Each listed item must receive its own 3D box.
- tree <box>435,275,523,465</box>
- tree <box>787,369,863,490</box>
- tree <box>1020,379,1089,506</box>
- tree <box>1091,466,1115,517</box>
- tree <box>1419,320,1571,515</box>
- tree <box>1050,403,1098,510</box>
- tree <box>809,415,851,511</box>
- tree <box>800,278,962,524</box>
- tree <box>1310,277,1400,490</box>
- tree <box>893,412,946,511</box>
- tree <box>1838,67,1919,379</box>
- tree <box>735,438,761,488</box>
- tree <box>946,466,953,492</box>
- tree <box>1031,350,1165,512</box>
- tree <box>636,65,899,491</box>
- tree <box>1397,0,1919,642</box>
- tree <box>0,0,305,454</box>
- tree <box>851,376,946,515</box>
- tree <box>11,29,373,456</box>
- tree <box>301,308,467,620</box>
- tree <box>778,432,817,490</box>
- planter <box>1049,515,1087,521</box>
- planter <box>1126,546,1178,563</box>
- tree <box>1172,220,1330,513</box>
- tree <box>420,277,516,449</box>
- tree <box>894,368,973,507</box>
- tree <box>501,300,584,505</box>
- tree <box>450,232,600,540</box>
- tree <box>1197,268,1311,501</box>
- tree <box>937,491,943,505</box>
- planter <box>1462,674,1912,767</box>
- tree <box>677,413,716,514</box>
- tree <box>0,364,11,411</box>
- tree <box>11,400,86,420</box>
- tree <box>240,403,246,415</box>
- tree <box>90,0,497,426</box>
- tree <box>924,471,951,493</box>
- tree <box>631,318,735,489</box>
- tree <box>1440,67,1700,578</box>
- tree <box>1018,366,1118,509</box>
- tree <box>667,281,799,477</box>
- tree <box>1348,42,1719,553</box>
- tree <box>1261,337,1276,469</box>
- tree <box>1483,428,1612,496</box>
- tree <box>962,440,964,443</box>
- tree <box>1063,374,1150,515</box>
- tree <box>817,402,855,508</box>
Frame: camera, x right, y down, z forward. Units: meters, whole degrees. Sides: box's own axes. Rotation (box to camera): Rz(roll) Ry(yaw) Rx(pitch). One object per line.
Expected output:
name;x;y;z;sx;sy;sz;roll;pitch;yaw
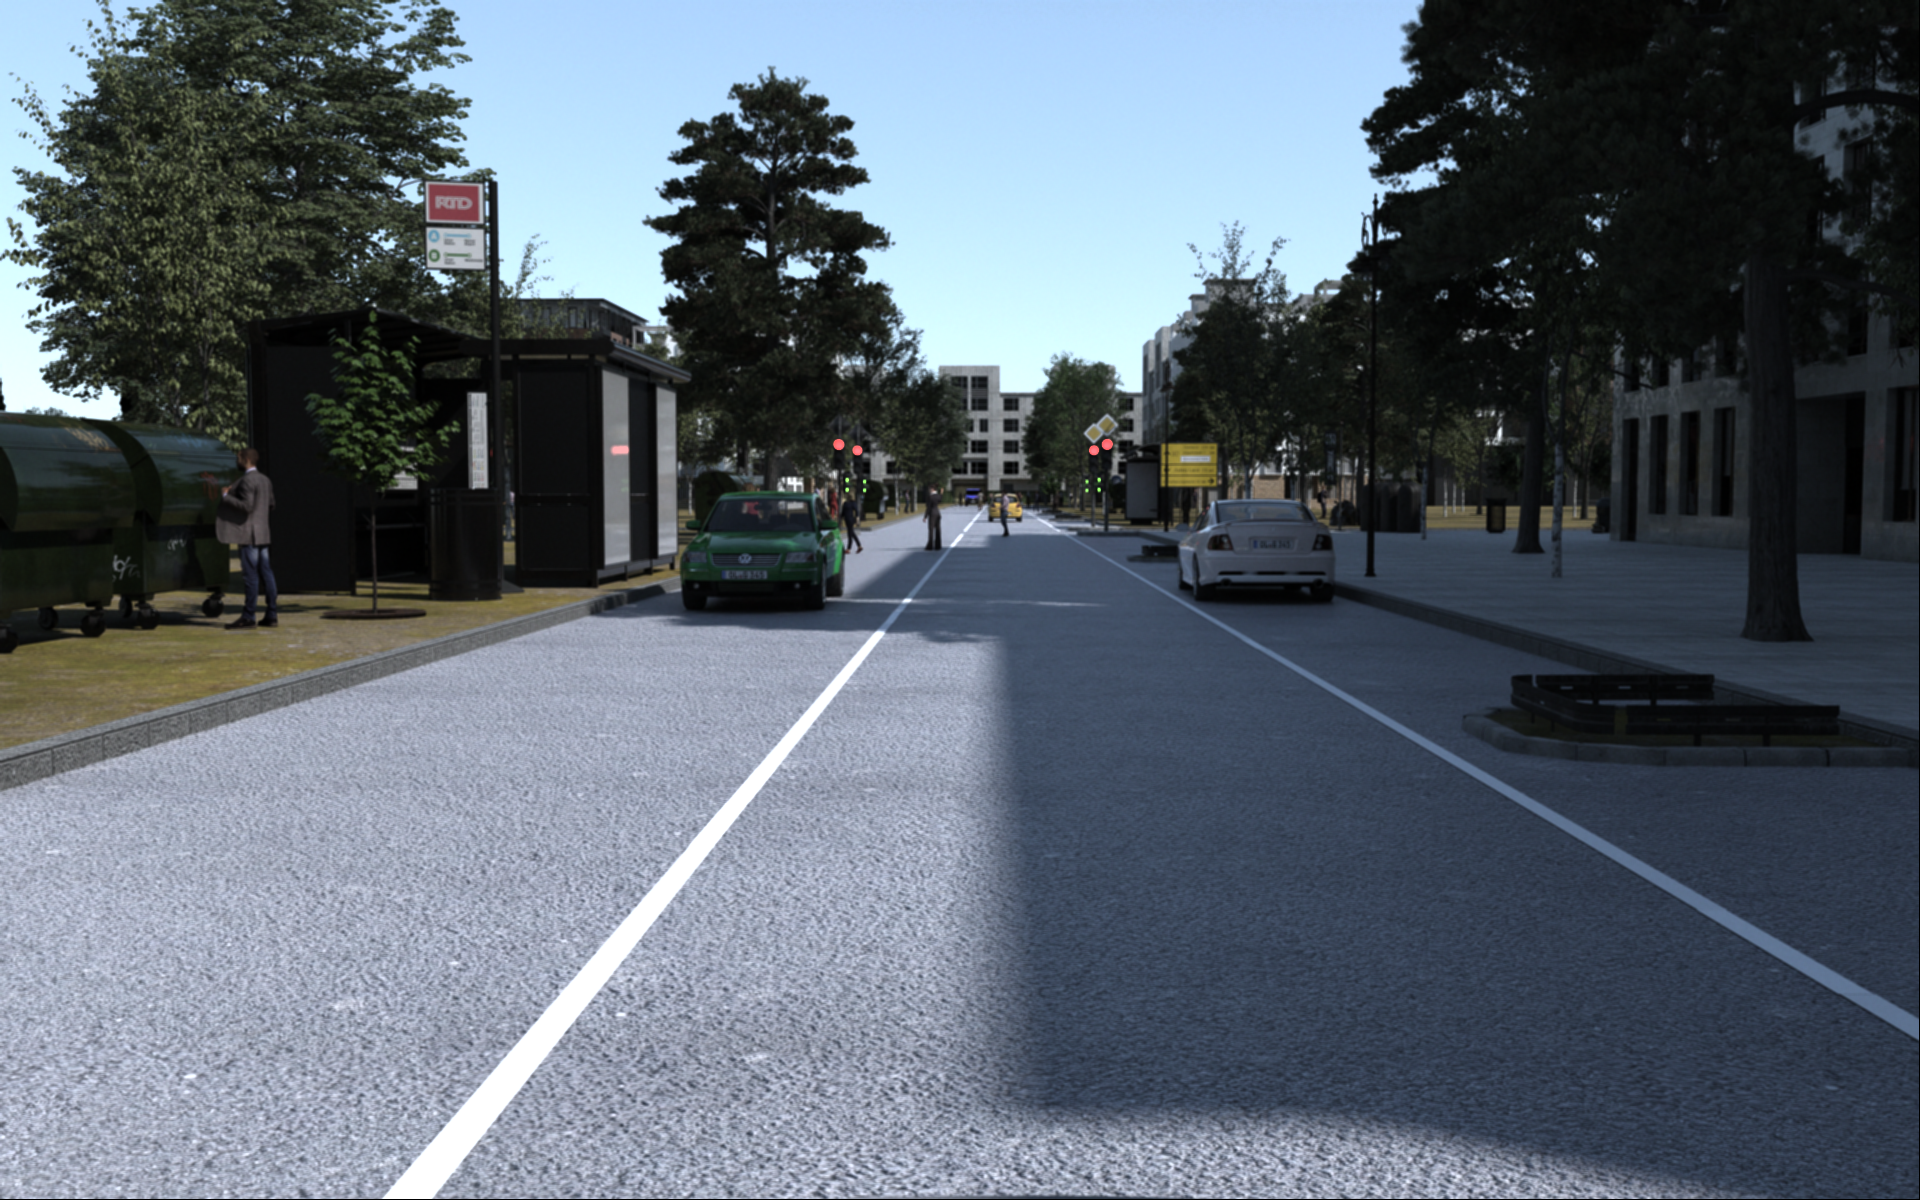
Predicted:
tree;-28.196;-11.687;98.499;7.806;13.903;7.818;0;3;0
tree;-11.337;-13.437;137.829;7.486;12.596;7.792;0;3;0
tree;10.382;-16.816;182.369;7.806;13.903;7.818;0;3;0
tree;8.387;-6.401;99.259;1.663;3.219;1.824;0;3;0
tree;32.138;-11.986;106.337;12.009;13.543;11.850;0;3;0
tree;9.570;-11.545;139.119;4.737;8.622;4.395;0;3;0
tree;-8.138;-9.879;111.882;4.737;8.622;4.395;0;3;0
tree;-4.108;-8.569;74.514;7.601;10.594;8.767;0;4;-4
tree;13.241;-6.021;48.811;4.737;8.622;4.395;0;3;0
tree;-3.216;-11.220;133.808;4.360;8.622;3.978;0;3;0
tree;14.654;-4.592;25.443;4.737;8.622;4.395;0;3;0
tree;-16.546;-10.959;129.548;4.737;8.622;4.395;0;3;0
tree;-2.652;-15.101;197.265;4.737;8.622;4.395;0;3;0
tree;8.808;-12.214;125.447;9.928;11.665;9.643;0;3;0
tree;-4.873;-7.507;44.795;6.751;12.117;7.091;0;3;0
tree;7.089;-5.681;14.944;6.751;12.117;7.091;0;3;0
tree;-11.646;-4.604;25.632;4.737;8.622;4.395;0;3;0
tree;-3.791;-9.530;106.181;4.737;8.622;4.395;0;3;0
tree;-21.192;-8.665;48.322;9.857;13.997;8.962;0;3;0
tree;-6.014;-1.439;18.129;1.663;3.219;1.824;0;3;0
tree;-12.784;-10.375;119.999;4.360;8.622;3.978;0;3;0
planter;5.743;-4.377;92.711;1.991;0.319;1.994;0;4;1
planter;4.600;-0.985;37.243;1.991;0.319;1.994;0;4;1
tree;7.771;-5.873;46.379;4.360;8.622;3.978;0;3;0
tree;-21.755;-8.623;75.396;8.767;10.594;7.601;0;4;-8
tree;-3.225;-16.534;176.987;9.857;13.997;8.962;0;3;0
tree;-27.066;-12.197;109.797;12.009;13.543;11.850;0;3;0
tree;-12.448;-5.999;48.446;4.737;8.622;4.395;0;3;0
tree;10.706;-6.449;55.805;4.737;8.622;4.395;0;3;0
tree;-2.506;-13.167;209.884;1.663;3.219;1.824;0;3;0
planter;4.032;0.676;10.094;1.991;0.319;1.994;0;4;1
tree;-16.900;-9.721;109.307;4.360;8.622;3.978;0;3;0
tree;-50.549;-11.037;82.277;18.604;14.587;13.155;0;4;3
tree;-44.977;-8.383;99.963;11.467;7.101;20.602;1;4;11
tree;-51.186;-13.293;119.158;18.604;14.587;13.155;0;4;3
tree;-12.638;-7.039;33.216;7.486;12.596;7.792;0;3;0
tree;-2.614;-13.373;202.363;4.285;4.588;4.351;0;3;0
tree;-12.265;-7.544;73.703;4.737;8.622;4.395;0;3;0
tree;9.430;-4.653;26.436;4.737;8.622;4.395;0;3;0
tree;10.414;-14.333;152.473;7.486;12.596;7.792;0;3;0
tree;-11.643;-11.284;91.923;7.806;13.903;7.818;0;3;0
tree;12.600;-7.937;37.186;7.806;13.903;7.818;0;3;0
tree;17.903;-9.482;77.094;6.751;12.117;7.091;0;3;0
tree;52.274;-10.559;135.552;20.602;7.101;11.467;0;4;-2
tree;-3.495;-11.361;120.171;8.767;10.594;7.601;2;4;26
tree;8.568;-9.494;105.595;4.360;8.622;3.978;0;3;0
tree;-9.477;-11.014;130.438;4.360;8.622;3.978;0;3;0
